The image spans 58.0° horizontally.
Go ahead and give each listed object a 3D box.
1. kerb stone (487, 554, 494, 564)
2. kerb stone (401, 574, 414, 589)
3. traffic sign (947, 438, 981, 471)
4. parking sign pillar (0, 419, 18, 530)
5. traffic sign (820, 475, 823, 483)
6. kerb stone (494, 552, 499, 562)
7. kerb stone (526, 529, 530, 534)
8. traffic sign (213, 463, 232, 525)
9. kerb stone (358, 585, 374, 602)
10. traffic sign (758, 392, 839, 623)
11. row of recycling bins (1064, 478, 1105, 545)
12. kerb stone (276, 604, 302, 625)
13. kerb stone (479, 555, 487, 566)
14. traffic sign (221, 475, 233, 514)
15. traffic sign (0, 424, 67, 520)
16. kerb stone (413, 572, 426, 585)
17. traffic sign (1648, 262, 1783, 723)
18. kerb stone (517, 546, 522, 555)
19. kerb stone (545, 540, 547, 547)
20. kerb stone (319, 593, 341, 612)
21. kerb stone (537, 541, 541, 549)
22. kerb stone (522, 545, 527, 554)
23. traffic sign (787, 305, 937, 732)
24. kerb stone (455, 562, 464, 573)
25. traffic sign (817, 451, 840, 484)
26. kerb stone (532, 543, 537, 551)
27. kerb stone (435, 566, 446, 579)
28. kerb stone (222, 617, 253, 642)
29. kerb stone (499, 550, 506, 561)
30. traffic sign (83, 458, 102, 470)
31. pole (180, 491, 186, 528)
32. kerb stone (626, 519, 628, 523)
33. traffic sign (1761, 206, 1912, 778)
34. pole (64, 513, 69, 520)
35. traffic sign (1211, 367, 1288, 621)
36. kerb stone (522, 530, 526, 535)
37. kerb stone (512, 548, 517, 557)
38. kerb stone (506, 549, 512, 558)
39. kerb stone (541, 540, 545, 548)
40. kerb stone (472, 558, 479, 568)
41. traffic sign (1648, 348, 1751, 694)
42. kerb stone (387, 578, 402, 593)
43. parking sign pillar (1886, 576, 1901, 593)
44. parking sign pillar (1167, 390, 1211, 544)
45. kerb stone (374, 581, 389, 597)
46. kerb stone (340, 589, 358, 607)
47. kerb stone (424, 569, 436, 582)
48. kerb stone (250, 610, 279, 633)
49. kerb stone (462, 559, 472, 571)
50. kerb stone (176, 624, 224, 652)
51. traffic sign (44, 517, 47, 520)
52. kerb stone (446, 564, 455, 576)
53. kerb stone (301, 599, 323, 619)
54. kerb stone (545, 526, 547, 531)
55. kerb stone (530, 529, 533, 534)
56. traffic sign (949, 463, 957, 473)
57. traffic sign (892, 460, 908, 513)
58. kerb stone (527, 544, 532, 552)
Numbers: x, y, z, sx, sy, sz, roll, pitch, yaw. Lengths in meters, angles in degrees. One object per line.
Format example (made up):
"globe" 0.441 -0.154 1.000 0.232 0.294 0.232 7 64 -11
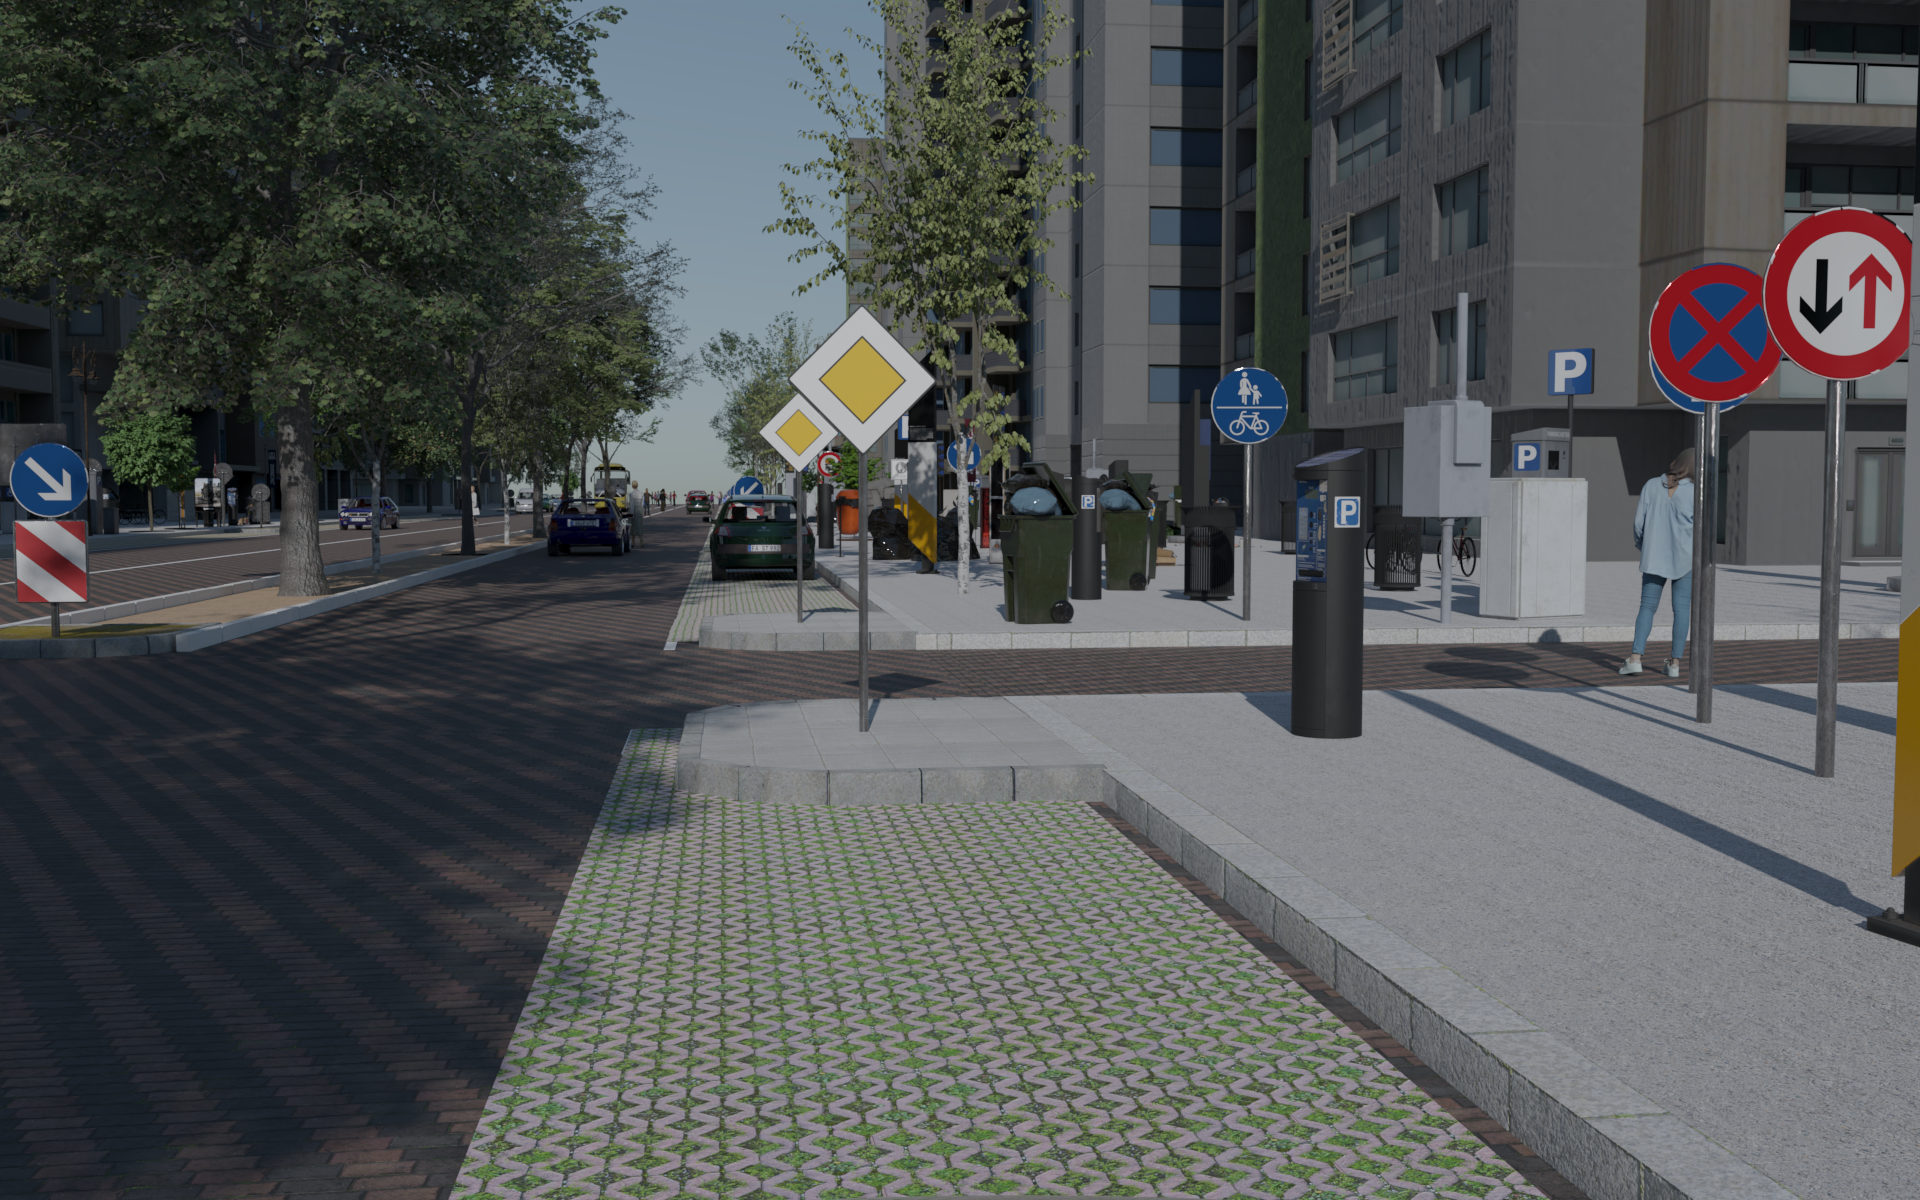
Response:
"kerb stone" -9.753 -0.811 35.544 0.120 0.150 1.000 0 4 -8
"kerb stone" -8.507 -0.257 26.400 0.120 0.150 1.000 0 4 -8
"traffic sign" 0.090 -2.391 39.206 0.768 2.556 0.104 0 4 -1
"parking sign pillar" -33.976 -4.476 61.655 1.447 3.967 1.447 -3 5 -42
"traffic sign" -7.099 -5.581 91.348 0.768 2.556 0.104 0 4 -1
"kerb stone" -9.903 -0.879 36.559 0.120 0.150 1.000 0 4 -8
"kerb stone" -15.279 -2.352 60.651 0.120 0.150 1.000 0 4 -8
"traffic sign" -30.081 -4.316 70.677 0.768 2.556 0.104 0 4 -5
"kerb stone" -8.096 -0.071 23.361 0.120 0.150 1.000 0 4 -8
"traffic sign" -1.598 -0.829 17.204 0.795 2.450 0.064 0 4 -8
"row of recycling bins" 2.558 -2.336 45.313 1.069 1.692 3.534 -3 4 -38
"kerb stone" -7.545 0.178 19.286 0.120 0.150 1.000 0 4 -8
"kerb stone" -9.609 -0.754 34.531 0.120 0.150 1.000 0 4 -8
"traffic sign" -30.540 -4.323 71.864 0.795 2.450 0.064 0 4 -5
"traffic sign" -27.083 -3.448 50.242 2.265 3.308 0.079 0 4 -5
"kerb stone" -8.649 -0.319 27.421 0.120 0.150 1.000 0 4 -8
"traffic sign" 4.176 -0.583 9.644 0.768 2.556 0.104 0 4 0
"kerb stone" -10.447 -1.120 40.622 0.120 0.150 1.000 0 4 -8
"kerb stone" -11.271 -1.500 46.723 0.120 0.150 1.000 0 4 -8
"kerb stone" -7.819 0.055 21.320 0.120 0.150 1.000 0 4 -8
"kerb stone" -11.000 -1.374 44.692 0.120 0.150 1.000 0 4 -8
"kerb stone" -10.579 -1.189 41.639 0.120 0.150 1.000 0 4 -8
"traffic sign" -0.523 -0.346 9.292 0.795 2.450 0.064 0 4 -8
"kerb stone" -9.203 -0.562 31.492 0.120 0.150 1.000 0 4 -8
"traffic sign" -3.889 -3.165 51.851 0.768 2.556 0.104 0 4 -4
"kerb stone" -10.859 -1.314 43.672 0.120 0.150 1.000 0 4 -8
"kerb stone" -8.924 -0.444 29.456 0.120 0.150 1.000 0 4 -8
"kerb stone" -7.267 0.304 17.257 0.120 0.150 1.000 0 4 -8
"kerb stone" -10.022 -0.941 37.574 0.120 0.150 1.000 0 4 -8
"traffic sign" -31.082 -3.783 61.955 0.768 2.556 0.104 0 4 -7
"pole" -29.061 -4.333 64.693 0.158 3.312 0.155 0 3 0
"kerb stone" -17.066 -4.109 89.376 0.120 0.150 1.000 0 4 -8
"traffic sign" 3.927 -0.470 7.789 0.768 2.556 0.104 0 4 -5
"pole" -44.768 -5.676 86.640 0.158 3.312 0.155 0 3 0
"traffic sign" 2.906 -1.063 17.489 0.768 2.556 0.104 0 4 2
"kerb stone" -15.144 -2.285 59.638 0.120 0.150 1.000 0 4 -8
"kerb stone" -10.310 -1.065 39.602 0.120 0.150 1.000 0 4 -8
"kerb stone" -10.163 -1.003 38.591 0.120 0.150 1.000 0 4 -8
"kerb stone" -11.132 -1.436 45.705 0.120 0.150 1.000 0 4 -8
"kerb stone" -9.482 -0.692 33.517 0.120 0.150 1.000 0 4 -8
"traffic sign" 4.735 -0.671 11.076 0.768 2.556 0.104 0 4 -3
"kerb stone" -8.366 -0.195 25.387 0.120 0.150 1.000 0 4 -8
"parking sign pillar" 12.937 -2.084 22.541 1.447 3.967 1.447 1 4 9
"parking sign pillar" 6.171 -3.483 45.418 1.447 3.967 1.447 0 4 -7
"kerb stone" -8.233 -0.128 24.374 0.120 0.150 1.000 0 4 -8
"kerb stone" -7.960 -0.008 22.333 0.120 0.150 1.000 0 4 -8
"kerb stone" -8.788 -0.382 28.440 0.120 0.150 1.000 0 4 -8
"kerb stone" -7.406 0.243 18.274 0.120 0.150 1.000 0 4 -8
"kerb stone" -9.344 -0.631 32.504 0.120 0.150 1.000 0 4 -8
"kerb stone" -7.132 0.364 16.244 0.120 0.150 1.000 0 4 -8
"traffic sign" -27.477 -3.174 51.999 0.768 2.556 0.104 0 4 -1
"kerb stone" -9.065 -0.506 30.474 0.120 0.150 1.000 0 4 -8
"kerb stone" -7.677 0.120 20.300 0.120 0.150 1.000 0 4 -8
"kerb stone" -16.529 -2.904 69.793 0.120 0.150 1.000 0 4 -8
"kerb stone" -15.422 -2.414 61.662 0.120 0.150 1.000 0 4 -8
"traffic sign" 0.084 -2.769 45.386 0.768 2.556 0.104 0 4 2
"traffic sign" -1.733 -3.007 51.298 0.606 2.300 0.079 0 3 0
"kerb stone" -10.721 -1.252 42.659 0.120 0.150 1.000 0 4 -8
